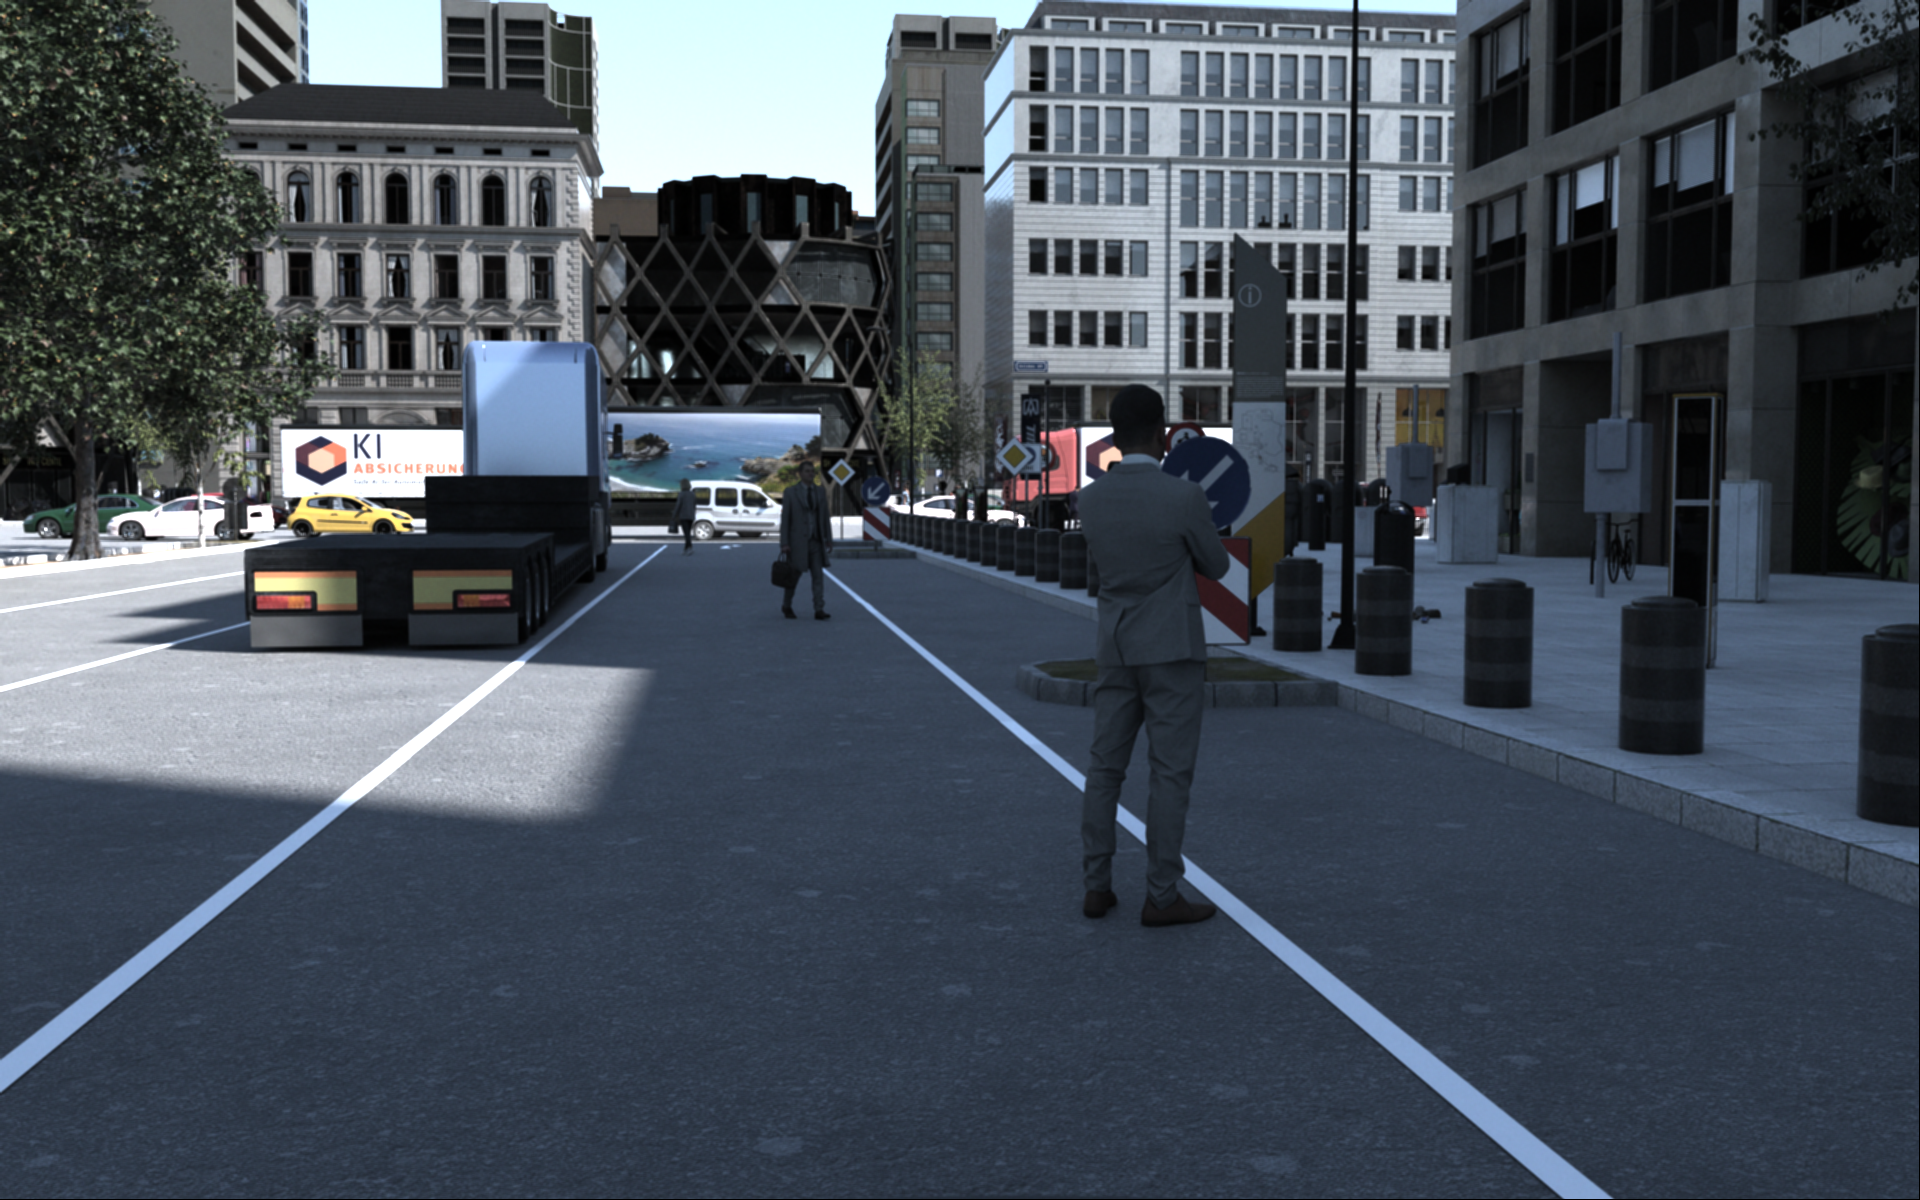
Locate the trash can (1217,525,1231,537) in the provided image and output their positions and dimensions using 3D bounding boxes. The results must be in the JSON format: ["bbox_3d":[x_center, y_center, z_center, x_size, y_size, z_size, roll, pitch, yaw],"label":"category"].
[{"bbox_3d":[3.521,-0.718,23.390,0.748,1.137,0.748,0,3,0],"label":"trash can"}]

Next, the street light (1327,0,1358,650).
[{"bbox_3d":[2.688,-2.548,14.194,1.470,5.913,1.316,0,4,-8],"label":"street light"}]

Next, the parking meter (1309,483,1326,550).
[{"bbox_3d":[8.159,-1.905,39.554,0.372,1.533,0.369,0,3,0],"label":"parking meter"}]

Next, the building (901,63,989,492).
[{"bbox_3d":[1.125,-29.679,168.851,14.154,41.232,14.086,0,4,-8],"label":"building"}]

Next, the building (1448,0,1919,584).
[{"bbox_3d":[22.836,-13.369,23.093,19.350,26.468,34.151,0,4,-8],"label":"building"}]

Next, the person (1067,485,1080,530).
[{"bbox_3d":[4.146,-3.266,62.343,0.683,1.767,0.568,2,4,29],"label":"person"}]

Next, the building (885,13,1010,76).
[{"bbox_3d":[-0.247,-50.425,262.704,20.611,71.187,20.563,0,4,-8],"label":"building"}]

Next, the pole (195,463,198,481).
[{"bbox_3d":[-50.474,-7.387,114.614,0.158,3.312,0.155,0,3,0],"label":"pole"}]

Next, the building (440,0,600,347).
[{"bbox_3d":[-64.054,-49.976,255.353,20.611,71.187,20.563,0,4,-8],"label":"building"}]

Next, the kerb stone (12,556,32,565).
[{"bbox_3d":[-19.206,-0.799,35.261,0.120,0.150,1.000,0,4,-8],"label":"kerb stone"}]

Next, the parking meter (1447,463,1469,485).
[{"bbox_3d":[9.488,-1.672,33.045,0.399,1.863,0.255,-2,4,-33],"label":"parking meter"}]

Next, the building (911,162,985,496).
[{"bbox_3d":[2.370,-23.453,155.151,14.160,30.474,14.107,0,4,-8],"label":"building"}]

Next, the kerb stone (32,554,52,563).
[{"bbox_3d":[-19.337,-0.856,36.280,0.120,0.150,1.000,0,4,-8],"label":"kerb stone"}]

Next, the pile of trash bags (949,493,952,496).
[{"bbox_3d":[-0.837,-7.641,134.688,1.912,1.369,3.447,-1,4,-11],"label":"pile of trash bags"}]

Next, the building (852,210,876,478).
[{"bbox_3d":[-25.141,-37.123,261.582,28.867,44.769,22.147,0,4,-8],"label":"building"}]

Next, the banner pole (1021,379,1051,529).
[{"bbox_3d":[1.699,-2.931,37.933,0.863,3.779,0.401,2,4,24],"label":"banner pole"}]

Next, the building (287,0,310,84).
[{"bbox_3d":[-79.392,-52.768,175.420,31.000,86.520,22.319,0,4,-8],"label":"building"}]

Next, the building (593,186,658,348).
[{"bbox_3d":[-46.000,-36.999,255.051,14.200,45.320,14.600,0,4,-8],"label":"building"}]

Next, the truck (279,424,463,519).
[{"bbox_3d":[-21.779,-5.035,71.242,11.283,4.237,2.839,-1,4,-8],"label":"truck"}]

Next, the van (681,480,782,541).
[{"bbox_3d":[-6.574,-2.853,53.661,4.112,2.044,2.013,0,4,-6],"label":"van"}]

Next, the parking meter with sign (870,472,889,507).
[{"bbox_3d":[-5.873,-7.880,125.106,1.738,3.016,0.543,0,4,3],"label":"parking meter with sign"}]

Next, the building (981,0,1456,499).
[{"bbox_3d":[16.819,-19.838,101.850,29.804,29.767,11.434,0,4,-8],"label":"building"}]

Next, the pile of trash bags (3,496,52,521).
[{"bbox_3d":[-45.079,-4.444,82.416,3.447,1.369,1.912,-2,4,-31],"label":"pile of trash bags"}]

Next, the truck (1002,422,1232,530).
[{"bbox_3d":[6.698,-4.873,68.584,11.283,4.237,2.839,-1,4,-9],"label":"truck"}]

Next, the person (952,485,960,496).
[{"bbox_3d":[-0.182,-3.228,61.865,0.643,1.750,0.593,3,5,41],"label":"person"}]

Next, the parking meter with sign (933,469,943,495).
[{"bbox_3d":[-1.591,-7.698,122.117,0.543,3.016,1.738,-1,4,-9],"label":"parking meter with sign"}]

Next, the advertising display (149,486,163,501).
[{"bbox_3d":[-61.136,-7.736,131.689,0.974,1.923,0.123,-1,4,-22],"label":"advertising display"}]

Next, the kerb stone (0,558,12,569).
[{"bbox_3d":[-19.063,-0.734,34.244,0.120,0.150,1.000,0,4,-8],"label":"kerb stone"}]

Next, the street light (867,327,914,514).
[{"bbox_3d":[-1.889,-4.631,48.258,1.470,5.913,1.316,0,4,-8],"label":"street light"}]

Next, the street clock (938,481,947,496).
[{"bbox_3d":[-0.982,-5.681,97.460,0.471,2.002,0.358,2,4,32],"label":"street clock"}]

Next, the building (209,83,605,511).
[{"bbox_3d":[-29.965,-16.289,95.202,19.941,23.489,11.050,0,4,-8],"label":"building"}]

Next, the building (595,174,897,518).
[{"bbox_3d":[-12.191,-14.291,101.111,16.811,18.784,16.820,0,4,-8],"label":"building"}]

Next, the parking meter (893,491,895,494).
[{"bbox_3d":[-4.962,-7.610,132.838,0.372,1.533,0.369,0,3,0],"label":"parking meter"}]

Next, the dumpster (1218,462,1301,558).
[{"bbox_3d":[4.754,-1.383,28.363,1.264,1.857,1.865,0,4,-8],"label":"dumpster"}]

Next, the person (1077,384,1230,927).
[{"bbox_3d":[0.661,0.170,5.901,0.511,1.800,0.466,2,4,24],"label":"person"}]

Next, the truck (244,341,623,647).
[{"bbox_3d":[-6.658,-2.147,24.856,2.967,4.110,18.799,-1,4,-9],"label":"truck"}]

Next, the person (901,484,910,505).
[{"bbox_3d":[-2.001,-3.468,65.292,0.778,1.811,0.616,3,4,36],"label":"person"}]

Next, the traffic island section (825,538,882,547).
[{"bbox_3d":[-3.282,-1.599,48.426,2.009,0.180,2.903,0,4,-8],"label":"traffic island section"}]

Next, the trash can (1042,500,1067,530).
[{"bbox_3d":[2.374,-1.991,44.210,0.748,1.137,0.748,0,3,0],"label":"trash can"}]

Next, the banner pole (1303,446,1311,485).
[{"bbox_3d":[17.876,-6.077,89.384,0.401,3.779,0.863,-2,4,-23],"label":"banner pole"}]

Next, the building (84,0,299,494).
[{"bbox_3d":[-69.422,-31.999,146.889,21.300,48.544,21.600,0,4,-8],"label":"building"}]

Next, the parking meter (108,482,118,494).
[{"bbox_3d":[-39.321,-4.568,80.392,0.255,1.863,0.399,1,4,17],"label":"parking meter"}]

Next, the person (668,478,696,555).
[{"bbox_3d":[-6.476,-1.954,40.631,0.709,1.800,0.728,-3,5,-40],"label":"person"}]

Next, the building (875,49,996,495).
[{"bbox_3d":[2.358,-34.460,187.126,21.300,48.544,21.600,0,4,-8],"label":"building"}]

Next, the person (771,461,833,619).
[{"bbox_3d":[-1.770,-0.687,19.840,0.694,1.812,0.767,-2,4,-30],"label":"person"}]

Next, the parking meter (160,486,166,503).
[{"bbox_3d":[-57.820,-7.336,125.646,0.399,1.863,0.255,-3,4,-37],"label":"parking meter"}]

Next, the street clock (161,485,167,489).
[{"bbox_3d":[-63.060,-8.106,137.097,0.358,2.002,0.471,3,4,37],"label":"street clock"}]

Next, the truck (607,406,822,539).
[{"bbox_3d":[-10.169,-4.121,56.298,11.283,4.237,2.839,0,4,-7],"label":"truck"}]

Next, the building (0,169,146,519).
[{"bbox_3d":[-54.563,-13.946,95.477,16.811,18.784,16.820,0,4,-8],"label":"building"}]
